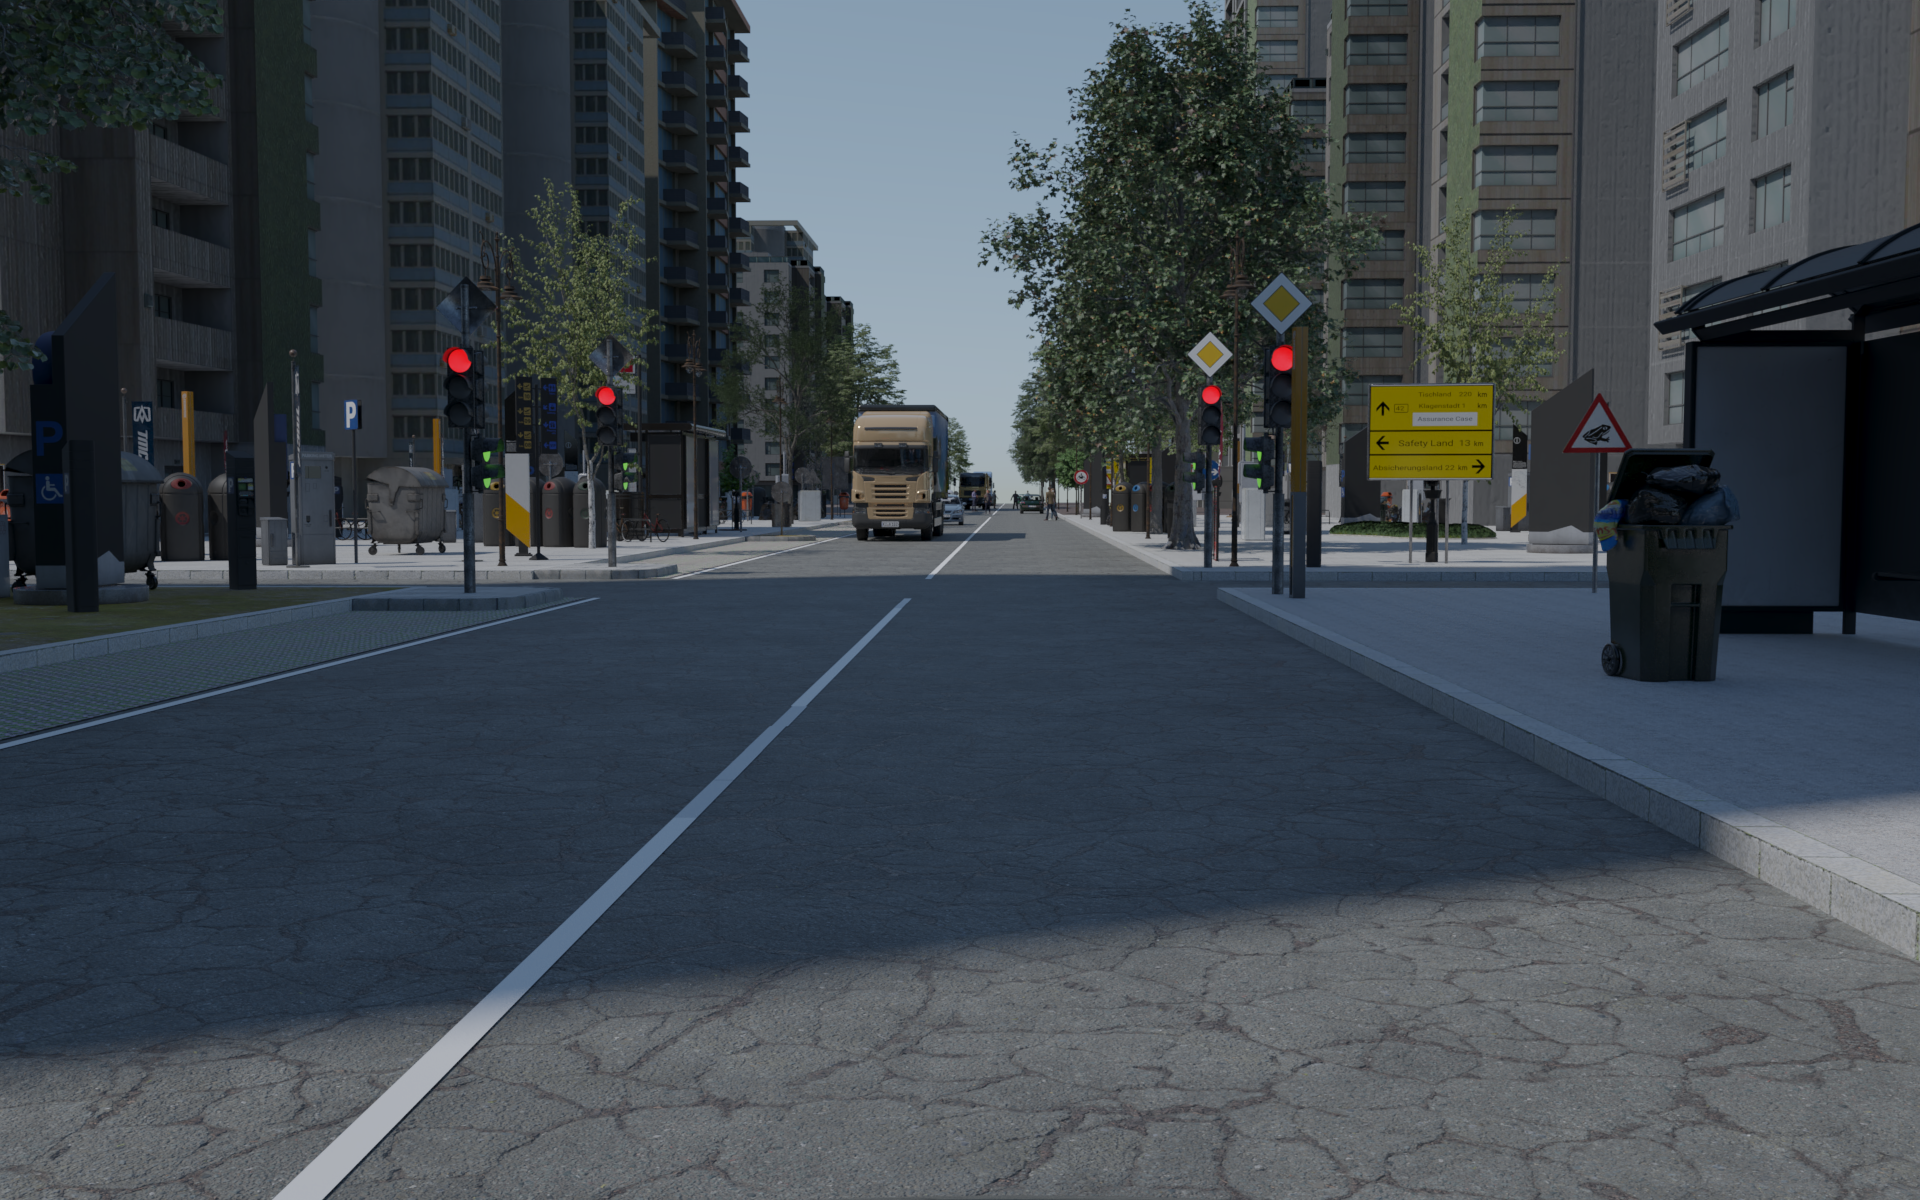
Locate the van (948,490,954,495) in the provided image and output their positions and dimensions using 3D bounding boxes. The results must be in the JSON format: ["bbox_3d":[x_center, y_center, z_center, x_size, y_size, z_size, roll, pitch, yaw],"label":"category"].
[{"bbox_3d":[-1.366,-10.337,176.020,2.013,2.044,4.112,0,4,1],"label":"van"}]

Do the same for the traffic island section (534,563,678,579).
[{"bbox_3d":[-6.143,-0.504,30.515,2.009,0.180,2.903,0,4,2],"label":"traffic island section"}]

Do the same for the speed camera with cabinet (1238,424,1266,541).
[{"bbox_3d":[8.179,-3.311,48.474,0.660,3.252,2.038,0,4,4],"label":"speed camera with cabinet"}]

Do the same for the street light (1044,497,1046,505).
[{"bbox_3d":[10.331,-14.402,208.264,0.468,5.910,1.993,0,4,2],"label":"street light"}]

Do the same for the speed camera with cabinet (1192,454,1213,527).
[{"bbox_3d":[9.004,-4.462,67.293,0.660,3.252,2.038,-2,4,-28],"label":"speed camera with cabinet"}]

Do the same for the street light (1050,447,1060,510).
[{"bbox_3d":[8.898,-11.584,162.183,0.468,5.910,1.993,0,4,2],"label":"street light"}]

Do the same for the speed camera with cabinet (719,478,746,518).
[{"bbox_3d":[-12.478,-5.983,92.163,2.038,3.252,0.660,-1,4,-19],"label":"speed camera with cabinet"}]

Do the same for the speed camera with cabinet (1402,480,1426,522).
[{"bbox_3d":[16.706,-4.238,63.631,0.660,3.252,2.038,1,4,23],"label":"speed camera with cabinet"}]

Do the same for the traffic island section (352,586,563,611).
[{"bbox_3d":[-6.393,-0.015,22.534,2.009,0.180,2.903,0,4,2],"label":"traffic island section"}]

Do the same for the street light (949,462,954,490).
[{"bbox_3d":[-1.379,-16.687,245.622,0.468,5.910,1.993,0,4,2],"label":"street light"}]

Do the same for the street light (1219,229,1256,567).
[{"bbox_3d":[4.856,-3.529,30.493,0.468,5.910,1.993,0,4,2],"label":"street light"}]

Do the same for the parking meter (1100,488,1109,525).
[{"bbox_3d":[6.038,-3.904,72.249,0.372,1.533,0.369,0,3,0],"label":"parking meter"}]

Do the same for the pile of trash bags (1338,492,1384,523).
[{"bbox_3d":[18.676,-4.207,78.534,1.912,1.369,3.447,3,5,40],"label":"pile of trash bags"}]

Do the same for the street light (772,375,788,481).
[{"bbox_3d":[-6.974,-5.783,67.339,0.468,5.910,1.993,0,4,2],"label":"street light"}]

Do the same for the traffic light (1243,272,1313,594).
[{"bbox_3d":[4.053,-2.029,22.089,0.839,4.253,0.868,0,4,2],"label":"traffic light"}]

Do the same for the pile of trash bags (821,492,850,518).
[{"bbox_3d":[-7.563,-5.041,92.179,3.447,1.369,1.912,0,4,2],"label":"pile of trash bags"}]

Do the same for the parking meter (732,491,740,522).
[{"bbox_3d":[-10.173,-4.309,78.869,0.372,1.533,0.369,0,3,0],"label":"parking meter"}]

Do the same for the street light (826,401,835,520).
[{"bbox_3d":[-6.366,-6.916,85.857,0.468,5.910,1.993,0,4,2],"label":"street light"}]

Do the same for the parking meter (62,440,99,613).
[{"bbox_3d":[-9.597,-0.806,18.897,0.255,1.863,0.399,-3,5,-39],"label":"parking meter"}]

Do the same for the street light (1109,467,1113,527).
[{"bbox_3d":[5.955,-5.812,67.821,0.468,5.910,1.993,0,4,2],"label":"street light"}]

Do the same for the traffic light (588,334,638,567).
[{"bbox_3d":[-6.104,-2.536,30.379,0.839,4.253,0.868,0,4,2],"label":"traffic light"}]

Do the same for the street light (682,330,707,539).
[{"bbox_3d":[-7.499,-4.662,49.011,0.468,5.910,1.993,0,4,2],"label":"street light"}]

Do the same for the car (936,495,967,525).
[{"bbox_3d":[-0.690,-4.194,80.575,2.014,1.417,4.499,0,4,0],"label":"car"}]

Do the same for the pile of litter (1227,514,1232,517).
[{"bbox_3d":[15.370,-4.955,94.980,1.176,0.858,1.719,-2,4,-33],"label":"pile of litter"}]

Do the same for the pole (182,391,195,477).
[{"bbox_3d":[-15.352,-2.487,34.509,0.158,3.312,0.155,0,3,0],"label":"pole"}]

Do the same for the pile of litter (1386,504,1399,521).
[{"bbox_3d":[18.382,-3.699,74.451,1.719,0.858,1.176,-3,4,-36],"label":"pile of litter"}]

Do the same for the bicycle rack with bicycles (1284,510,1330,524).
[{"bbox_3d":[14.417,-3.677,73.504,2.852,0.926,2.925,-1,4,-17],"label":"bicycle rack with bicycles"}]

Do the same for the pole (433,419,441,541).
[{"bbox_3d":[-14.189,-3.254,47.054,0.158,3.312,0.155,0,3,0],"label":"pole"}]

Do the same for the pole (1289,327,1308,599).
[{"bbox_3d":[4.155,-1.676,21.249,0.158,3.312,0.155,0,3,0],"label":"pole"}]

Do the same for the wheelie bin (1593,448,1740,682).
[{"bbox_3d":[4.931,-0.251,12.016,0.980,1.594,0.693,0,4,-6],"label":"wheelie bin"}]

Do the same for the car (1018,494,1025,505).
[{"bbox_3d":[7.595,-11.970,207.506,2.131,1.459,4.920,0,4,1],"label":"car"}]

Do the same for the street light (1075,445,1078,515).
[{"bbox_3d":[7.054,-8.075,104.817,0.468,5.910,1.993,0,4,2],"label":"street light"}]

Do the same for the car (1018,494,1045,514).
[{"bbox_3d":[5.243,-7.147,126.646,2.009,1.686,4.222,0,4,1],"label":"car"}]

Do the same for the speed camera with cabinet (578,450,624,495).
[{"bbox_3d":[-16.244,-5.130,78.216,2.038,3.252,0.660,1,4,13],"label":"speed camera with cabinet"}]

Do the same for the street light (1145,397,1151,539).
[{"bbox_3d":[5.392,-4.692,49.494,0.468,5.910,1.993,0,4,2],"label":"street light"}]

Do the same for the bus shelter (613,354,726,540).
[{"bbox_3d":[-8.901,-4.578,52.476,2.179,5.291,8.768,0,4,2],"label":"bus shelter"}]

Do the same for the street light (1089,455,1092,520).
[{"bbox_3d":[6.526,-6.954,86.489,0.468,5.910,1.993,0,4,2],"label":"street light"}]

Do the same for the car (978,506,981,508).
[{"bbox_3d":[1.325,-10.454,181.142,2.015,1.641,3.980,0,4,3],"label":"car"}]

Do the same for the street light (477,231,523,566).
[{"bbox_3d":[-8.155,-3.541,30.687,0.468,5.910,1.993,0,4,2],"label":"street light"}]

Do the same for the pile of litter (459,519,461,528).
[{"bbox_3d":[-18.862,-3.178,65.933,1.719,0.858,1.176,-3,5,-39],"label":"pile of litter"}]

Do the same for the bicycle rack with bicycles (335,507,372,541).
[{"bbox_3d":[-16.500,-2.149,48.523,2.925,0.926,2.852,1,4,22],"label":"bicycle rack with bicycles"}]

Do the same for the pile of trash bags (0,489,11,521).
[{"bbox_3d":[-19.185,-1.455,33.550,3.447,1.369,1.912,2,4,27],"label":"pile of trash bags"}]

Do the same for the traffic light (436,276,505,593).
[{"bbox_3d":[-6.353,-2.048,22.398,0.839,4.253,0.868,0,4,2],"label":"traffic light"}]

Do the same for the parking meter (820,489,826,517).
[{"bbox_3d":[-7.647,-5.567,96.730,0.255,1.863,0.399,-2,4,-31],"label":"parking meter"}]

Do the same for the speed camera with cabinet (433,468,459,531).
[{"bbox_3d":[-17.887,-4.035,60.310,0.660,3.252,2.038,-2,4,-24],"label":"speed camera with cabinet"}]

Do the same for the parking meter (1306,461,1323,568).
[{"bbox_3d":[6.216,-1.509,30.386,0.255,1.863,0.399,1,4,13],"label":"parking meter"}]

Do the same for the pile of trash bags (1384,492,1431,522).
[{"bbox_3d":[18.192,-3.607,68.732,1.912,1.369,3.447,2,4,23],"label":"pile of trash bags"}]

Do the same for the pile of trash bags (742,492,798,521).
[{"bbox_3d":[-9.189,-4.580,84.641,3.447,1.369,1.912,-3,4,-38],"label":"pile of trash bags"}]

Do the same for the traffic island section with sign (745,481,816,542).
[{"bbox_3d":[-5.440,-2.707,52.892,1.989,1.847,2.006,0,4,2],"label":"traffic island section with sign"}]

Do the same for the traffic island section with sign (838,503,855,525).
[{"bbox_3d":[-4.590,-4.387,80.351,1.989,1.847,2.006,0,4,2],"label":"traffic island section with sign"}]

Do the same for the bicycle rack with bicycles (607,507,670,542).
[{"bbox_3d":[-9.443,-2.013,46.290,2.852,0.926,2.925,-3,4,-38],"label":"bicycle rack with bicycles"}]

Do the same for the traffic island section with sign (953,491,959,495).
[{"bbox_3d":[0.410,-14.150,239.975,1.989,1.847,2.006,0,4,2],"label":"traffic island section with sign"}]

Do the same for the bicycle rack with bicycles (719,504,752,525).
[{"bbox_3d":[-10.318,-3.678,73.515,2.852,0.926,2.925,3,5,43],"label":"bicycle rack with bicycles"}]

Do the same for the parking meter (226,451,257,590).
[{"bbox_3d":[-9.665,-1.076,23.297,0.255,1.863,0.399,-3,5,-44],"label":"parking meter"}]

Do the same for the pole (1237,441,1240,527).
[{"bbox_3d":[10.715,-4.473,66.979,0.158,3.312,0.155,0,3,0],"label":"pole"}]

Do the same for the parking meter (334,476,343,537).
[{"bbox_3d":[-18.456,-2.782,51.202,0.399,1.863,0.255,-2,4,-32],"label":"parking meter"}]

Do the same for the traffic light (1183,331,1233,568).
[{"bbox_3d":[4.303,-2.517,30.071,0.839,4.253,0.868,0,4,2],"label":"traffic light"}]

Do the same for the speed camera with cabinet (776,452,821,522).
[{"bbox_3d":[-7.570,-5.304,81.054,2.038,3.252,0.660,-1,4,-17],"label":"speed camera with cabinet"}]

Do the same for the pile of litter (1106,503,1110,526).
[{"bbox_3d":[6.551,-3.472,70.740,1.176,0.858,1.719,2,4,31],"label":"pile of litter"}]

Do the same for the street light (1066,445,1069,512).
[{"bbox_3d":[7.763,-9.309,124.982,0.468,5.910,1.993,0,4,2],"label":"street light"}]
